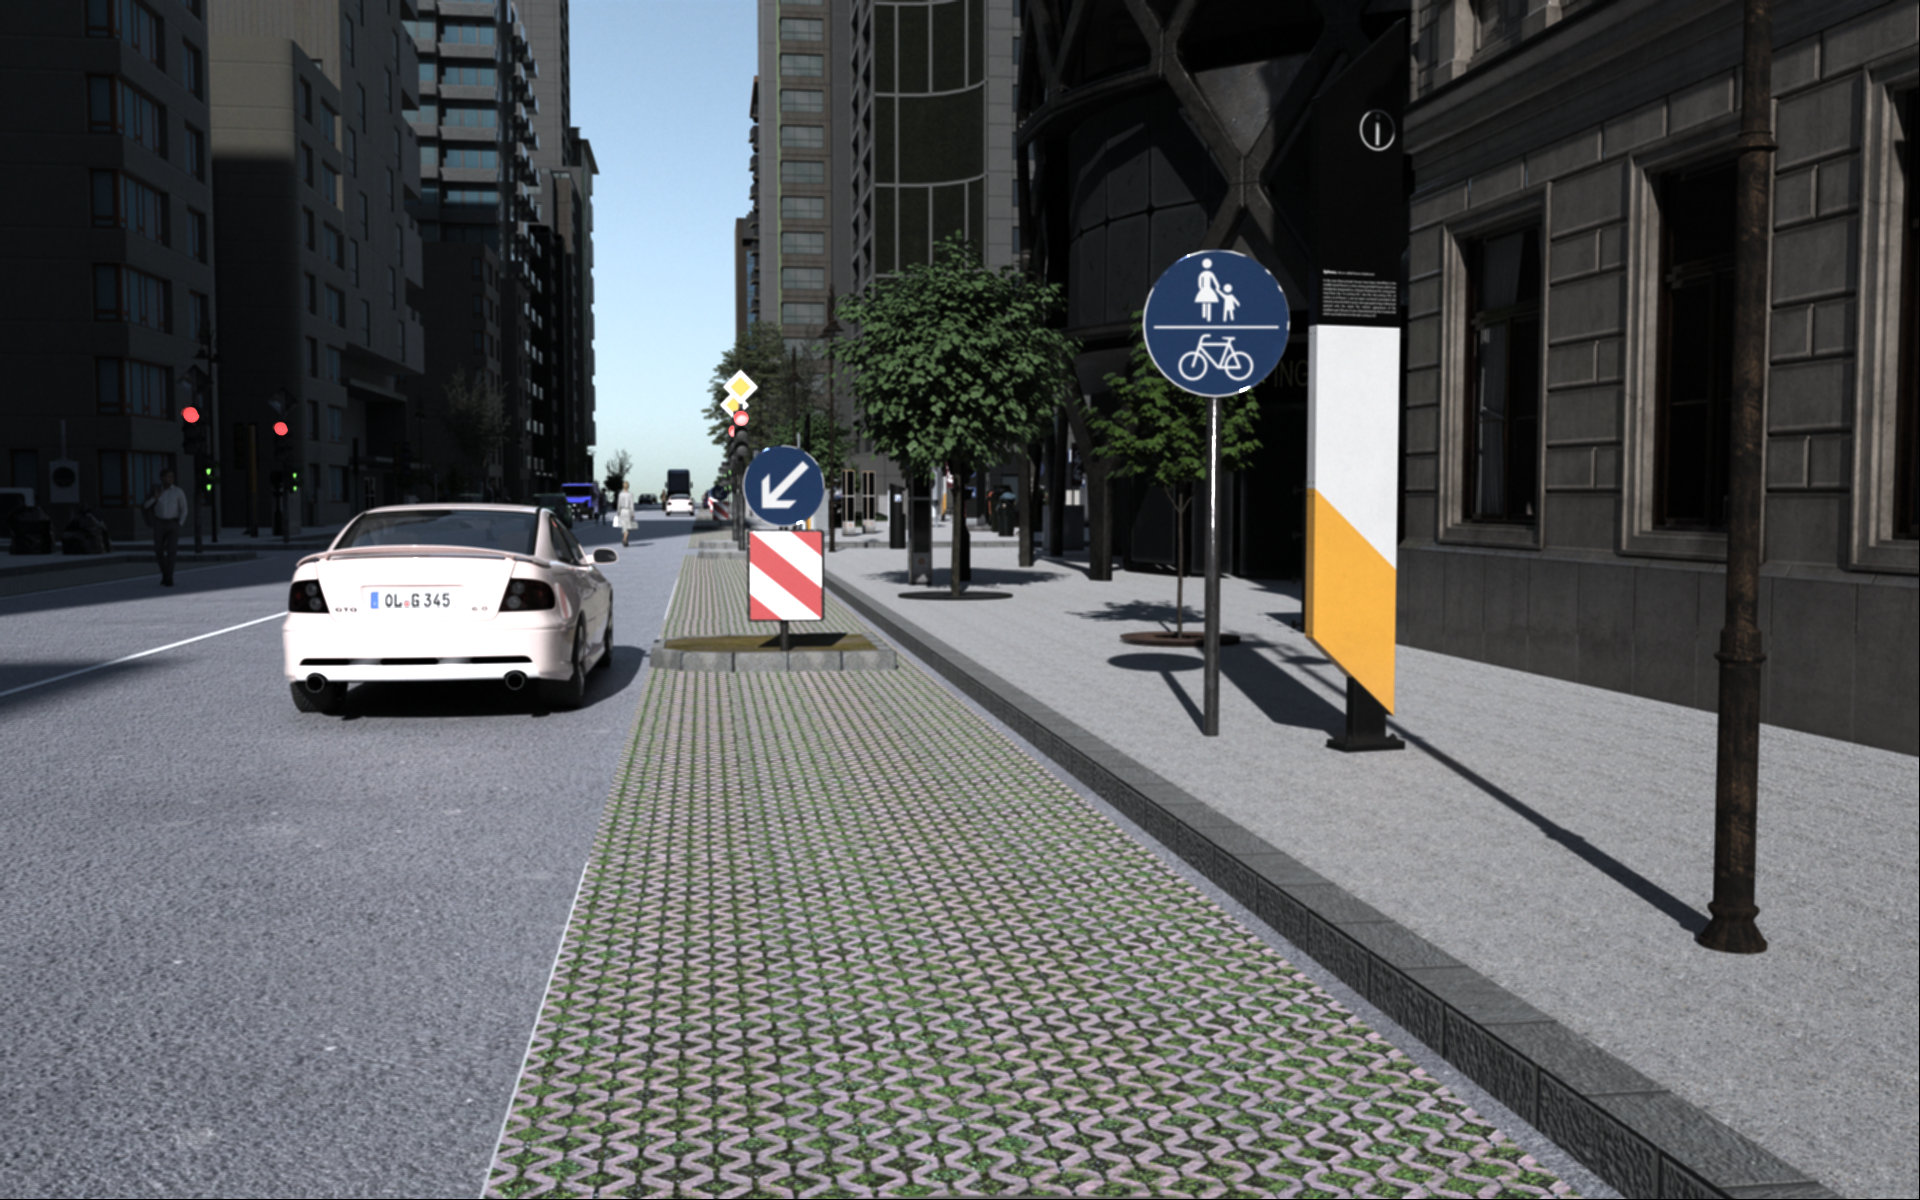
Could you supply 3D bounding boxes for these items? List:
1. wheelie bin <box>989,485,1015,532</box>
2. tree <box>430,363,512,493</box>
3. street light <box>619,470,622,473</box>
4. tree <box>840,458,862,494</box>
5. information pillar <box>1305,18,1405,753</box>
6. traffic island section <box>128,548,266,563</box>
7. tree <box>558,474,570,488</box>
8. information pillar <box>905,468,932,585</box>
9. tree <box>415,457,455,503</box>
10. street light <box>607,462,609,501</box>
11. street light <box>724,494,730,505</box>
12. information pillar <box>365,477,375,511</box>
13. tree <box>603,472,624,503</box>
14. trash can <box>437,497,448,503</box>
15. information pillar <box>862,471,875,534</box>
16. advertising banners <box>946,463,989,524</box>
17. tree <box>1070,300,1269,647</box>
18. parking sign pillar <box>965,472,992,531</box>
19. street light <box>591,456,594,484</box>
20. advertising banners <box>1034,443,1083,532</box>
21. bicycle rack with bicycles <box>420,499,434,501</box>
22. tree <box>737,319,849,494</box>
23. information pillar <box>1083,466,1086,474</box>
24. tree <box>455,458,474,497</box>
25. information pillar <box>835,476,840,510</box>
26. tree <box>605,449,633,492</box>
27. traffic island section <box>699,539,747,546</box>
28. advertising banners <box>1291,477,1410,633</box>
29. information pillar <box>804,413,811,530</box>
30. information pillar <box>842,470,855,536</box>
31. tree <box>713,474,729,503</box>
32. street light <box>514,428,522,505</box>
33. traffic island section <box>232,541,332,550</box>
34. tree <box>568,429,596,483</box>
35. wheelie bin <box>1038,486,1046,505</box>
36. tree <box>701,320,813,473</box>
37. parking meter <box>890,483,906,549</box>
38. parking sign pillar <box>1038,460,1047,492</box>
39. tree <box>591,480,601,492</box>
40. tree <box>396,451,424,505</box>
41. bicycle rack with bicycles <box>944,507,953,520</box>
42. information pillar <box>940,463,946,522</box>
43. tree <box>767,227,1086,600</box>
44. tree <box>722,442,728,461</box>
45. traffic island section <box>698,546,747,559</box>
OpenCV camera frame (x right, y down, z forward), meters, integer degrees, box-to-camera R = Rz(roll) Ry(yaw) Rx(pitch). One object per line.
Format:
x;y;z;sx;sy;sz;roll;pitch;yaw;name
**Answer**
1.428;-3.079;58.252;0.980;1.594;0.693;2;4;32;wheelie bin
-27.918;-9.064;98.561;4.360;8.622;3.978;0;3;0;tree
-53.072;-18.205;270.437;0.468;5.910;1.993;-1;4;-8;street light
-5.683;-6.007;92.822;1.663;3.219;1.824;0;3;0;tree
1.967;-1.054;8.593;0.504;3.616;0.183;-1;4;-19;information pillar
-16.543;-0.936;37.586;2.009;0.180;2.903;-1;4;-8;traffic island section
-38.078;-10.564;167.323;1.663;3.219;1.824;0;3;0;tree
-0.566;-1.222;24.475;0.304;2.012;0.304;-1;4;-10;information pillar
-27.680;-5.878;90.698;1.663;3.219;1.824;0;3;0;tree
-48.056;-16.147;236.791;0.468;5.910;1.993;-1;4;-8;street light
-28.374;-14.565;210.930;0.468;5.910;1.993;-1;4;-8;street light
-26.089;-4.409;76.586;0.304;2.012;0.304;2;4;32;information pillar
-51.372;-16.743;257.466;4.285;4.588;4.351;0;3;0;tree
-29.220;-5.259;97.642;0.748;1.137;0.748;0;3;0;trash can
-2.953;-3.154;56.057;0.304;2.012;0.304;-3;5;-41;information pillar
0.326;-4.837;75.270;2.074;3.025;0.090;0;4;4;advertising banners
1.773;-1.241;14.898;1.663;3.219;1.824;0;3;0;tree
0.543;-4.384;60.157;1.447;3.967;1.447;1;4;14;parking sign pillar
-43.160;-14.097;203.280;0.468;5.910;1.993;-1;4;-8;street light
3.296;-3.833;58.854;2.074;3.025;0.090;-1;4;-15;advertising banners
-36.244;-6.380;117.702;2.852;0.926;2.925;-1;4;-23;bicycle rack with bicycles
-6.818;-7.548;73.765;4.360;8.622;3.978;0;3;0;tree
6.379;-5.920;88.150;0.183;3.616;0.504;-3;4;-36;information pillar
-27.194;-6.048;93.484;1.663;3.219;1.824;0;3;0;tree
-6.134;-5.765;85.618;0.504;3.616;0.183;3;5;44;information pillar
-54.352;-19.969;276.851;4.360;8.622;3.978;0;3;0;tree
-6.095;-1.524;47.192;2.009;0.180;2.903;-1;4;-8;traffic island section
4.077;-1.220;16.135;2.074;3.025;0.090;-1;4;-14;advertising banners
-4.419;-3.598;50.186;0.183;3.616;0.504;-1;4;-16;information pillar
-3.396;-2.949;52.709;0.304;2.012;0.304;-2;4;-30;information pillar
-35.506;-16.955;260.924;4.285;4.588;4.351;0;3;0;tree
-30.999;-9.111;121.747;0.468;5.910;1.993;-1;4;-8;street light
-17.711;-1.419;45.485;2.009;0.180;2.903;-1;4;-8;traffic island section
-43.175;-14.997;195.555;4.737;8.622;4.395;0;3;0;tree
2.950;-3.770;69.547;0.980;1.594;0.693;-2;4;-35;wheelie bin
-13.193;-11.942;113.384;7.486;12.596;7.792;0;3;0;tree
-1.464;-1.971;40.629;0.372;1.533;0.369;0;3;0;parking meter
4.357;-6.828;100.111;1.447;3.967;1.447;-1;4;-9;parking sign pillar
-44.073;-13.175;210.017;1.663;3.219;1.824;0;3;0;tree
-36.131;-7.834;111.798;4.285;4.588;4.351;0;3;0;tree
0.654;-4.503;87.009;2.925;0.926;2.852;-3;4;-38;bicycle rack with bicycles
-0.770;-5.481;80.971;0.183;3.616;0.504;-1;4;-18;information pillar
-0.137;-2.309;21.471;4.285;4.588;4.351;0;3;0;tree
-26.121;-15.608;205.556;4.360;8.622;3.978;0;3;0;tree
-4.926;-1.040;39.293;2.009;0.180;2.903;-1;4;-8;traffic island section
